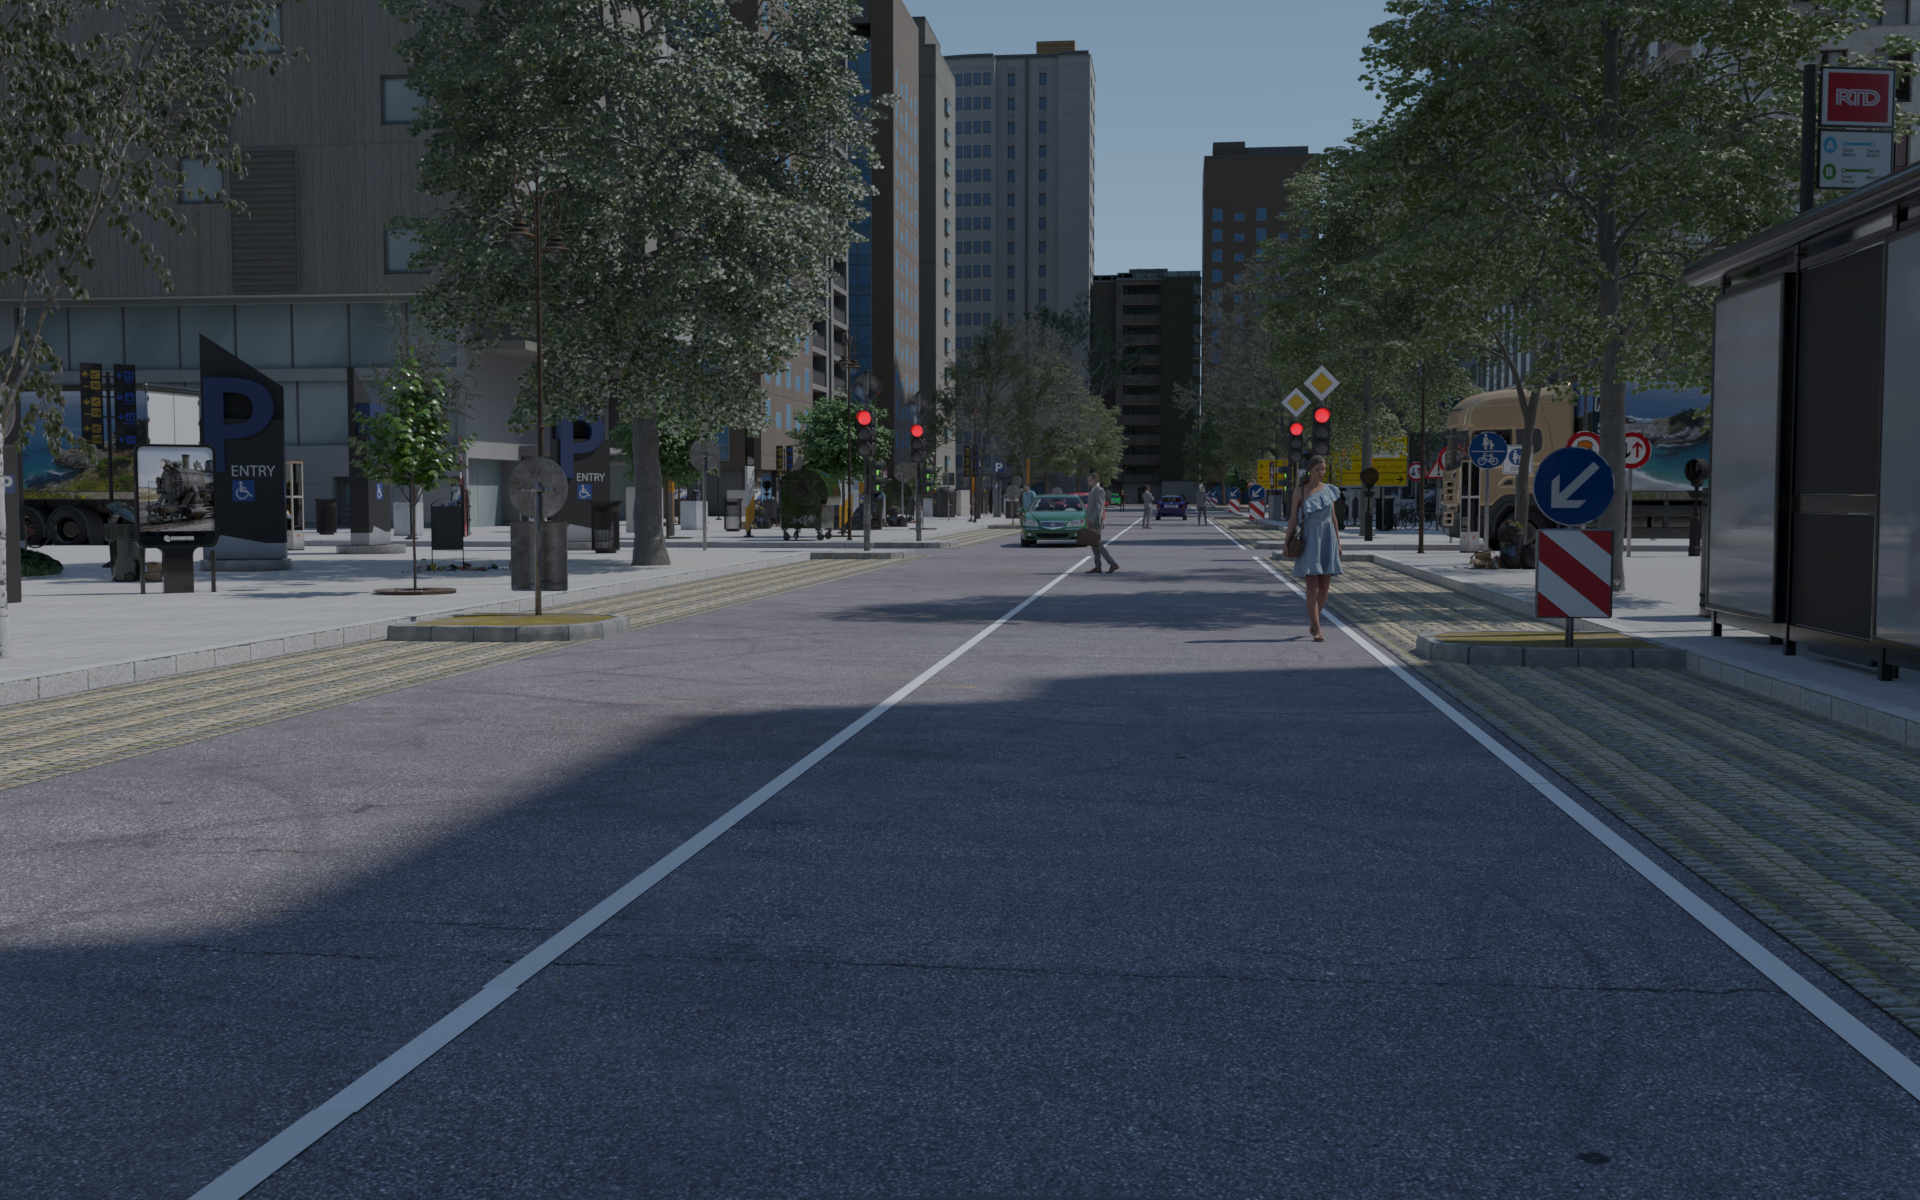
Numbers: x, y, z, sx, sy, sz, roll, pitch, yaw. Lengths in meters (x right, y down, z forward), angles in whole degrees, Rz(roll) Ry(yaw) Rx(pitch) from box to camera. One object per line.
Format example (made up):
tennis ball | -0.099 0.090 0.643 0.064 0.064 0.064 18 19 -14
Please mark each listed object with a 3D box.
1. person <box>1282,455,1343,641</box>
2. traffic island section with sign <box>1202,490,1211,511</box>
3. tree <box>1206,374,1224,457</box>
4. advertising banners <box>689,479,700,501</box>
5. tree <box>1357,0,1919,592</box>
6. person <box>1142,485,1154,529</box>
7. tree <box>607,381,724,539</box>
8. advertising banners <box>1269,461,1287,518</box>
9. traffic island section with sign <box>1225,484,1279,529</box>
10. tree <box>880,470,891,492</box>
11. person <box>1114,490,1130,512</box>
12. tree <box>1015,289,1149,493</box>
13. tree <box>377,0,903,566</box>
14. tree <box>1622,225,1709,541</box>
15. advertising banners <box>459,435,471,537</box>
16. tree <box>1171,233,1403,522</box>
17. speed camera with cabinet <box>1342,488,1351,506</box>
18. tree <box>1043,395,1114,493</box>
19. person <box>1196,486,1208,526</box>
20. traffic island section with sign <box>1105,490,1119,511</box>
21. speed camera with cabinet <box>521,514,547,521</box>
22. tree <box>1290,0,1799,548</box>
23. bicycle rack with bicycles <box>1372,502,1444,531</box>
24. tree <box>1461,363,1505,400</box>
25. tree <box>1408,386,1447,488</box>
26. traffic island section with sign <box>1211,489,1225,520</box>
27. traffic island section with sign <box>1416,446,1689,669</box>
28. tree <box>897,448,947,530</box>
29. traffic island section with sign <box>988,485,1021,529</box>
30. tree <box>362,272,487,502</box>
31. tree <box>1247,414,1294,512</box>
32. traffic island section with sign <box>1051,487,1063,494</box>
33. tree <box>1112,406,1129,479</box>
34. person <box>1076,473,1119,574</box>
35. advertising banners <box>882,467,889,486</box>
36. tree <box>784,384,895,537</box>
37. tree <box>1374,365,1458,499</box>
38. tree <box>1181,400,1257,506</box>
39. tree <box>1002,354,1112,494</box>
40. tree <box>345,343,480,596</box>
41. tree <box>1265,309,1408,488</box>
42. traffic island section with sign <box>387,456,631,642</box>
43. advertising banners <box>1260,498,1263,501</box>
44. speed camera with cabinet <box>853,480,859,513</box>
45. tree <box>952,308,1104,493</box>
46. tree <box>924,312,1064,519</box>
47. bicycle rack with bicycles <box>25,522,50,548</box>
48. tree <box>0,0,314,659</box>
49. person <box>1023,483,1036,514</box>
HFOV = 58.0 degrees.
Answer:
person | 3.469 -0.519 17.077 0.616 1.811 0.778 0 4 2
traffic island section with sign | 21.411 -8.452 146.825 1.989 1.847 2.006 0 4 7
tree | 12.360 -8.203 52.252 7.486 12.596 7.792 0 3 0
advertising banners | -14.013 -5.833 91.560 0.090 3.025 2.074 -2 4 -24
tree | 8.469 -6.418 23.059 7.486 12.596 7.792 0 3 0
person | 7.820 -3.860 71.794 0.466 1.800 0.511 -3 5 -44
tree | -8.484 -4.057 50.046 4.285 4.588 4.351 0 3 0
advertising banners | 17.012 -5.883 92.379 0.090 3.025 2.074 -1 4 -19
traffic island section with sign | 11.972 -3.795 70.681 1.989 1.847 2.006 0 4 7
tree | -5.275 -7.410 115.750 1.663 3.219 1.824 0 3 0
person | 12.890 -7.873 137.739 1.217 1.766 0.721 1 4 16
tree | 11.642 -18.468 157.839 12.611 20.169 13.585 0 3 0
tree | -5.580 -7.591 30.766 9.857 13.997 8.962 0 3 0
tree | 19.111 -5.923 47.197 4.360 8.622 3.978 0 3 0
advertising banners | -14.862 -3.411 51.956 0.090 3.025 2.074 0 4 -8
tree | 15.495 -10.432 80.927 12.009 13.543 11.850 0 3 0
speed camera with cabinet | 21.974 -6.316 97.595 0.660 3.252 2.038 2 4 27
tree | 12.342 -15.631 181.324 9.928 11.665 9.643 0 3 0
person | 10.811 -4.209 77.495 0.537 1.800 0.526 3 4 37
traffic island section with sign | 15.070 -10.174 174.974 1.989 1.847 2.006 0 4 7
speed camera with cabinet | -14.270 -3.936 58.687 0.660 3.252 2.038 -3 4 -36
tree | 10.217 -5.929 31.349 8.767 10.594 7.601 1 4 12
bicycle rack with bicycles | 15.810 -2.978 62.080 2.852 0.926 2.925 -1 4 -21
tree | 29.441 -9.000 97.516 4.360 8.622 3.978 0 3 0
tree | 29.130 -9.781 110.280 4.737 8.622 4.395 0 3 0
traffic island section with sign | 15.306 -5.440 97.573 1.989 1.847 2.006 0 4 7
traffic island section with sign | 5.085 -0.400 15.172 1.989 1.847 2.006 0 4 7
tree | -1.302 -4.151 62.473 1.663 3.219 1.824 0 3 0
traffic island section with sign | 2.224 -3.843 71.466 1.989 1.847 2.006 0 4 7
tree | -18.104 -6.593 58.162 4.360 8.622 3.978 0 3 0
tree | 21.948 -10.570 123.175 4.360 8.622 3.978 0 3 0
traffic island section with sign | 5.552 -5.485 98.308 1.989 1.847 2.006 0 4 7
tree | 15.600 -17.178 198.983 7.486 12.596 7.792 0 3 0
person | 2.444 -1.387 31.304 0.853 1.813 0.709 -1 4 -15
advertising banners | -4.221 -7.181 113.591 2.074 3.025 0.090 -2 4 -26
tree | -3.596 -4.171 51.917 4.285 4.588 4.351 0 3 0
tree | 23.988 -8.752 93.452 4.360 8.622 3.978 0 3 0
tree | 28.617 -16.610 188.585 9.611 12.733 9.660 0 3 0
tree | 7.328 -13.418 137.505 7.486 12.596 7.792 0 3 0
tree | -6.955 -1.700 22.394 1.663 3.219 1.824 0 3 0
tree | 13.508 -6.952 64.032 4.737 8.622 4.395 0 3 0
traffic island section with sign | -4.456 -0.549 17.597 1.989 1.847 2.006 0 4 7
advertising banners | 17.893 -6.518 102.753 0.090 3.025 2.074 2 4 28
speed camera with cabinet | -4.233 -4.672 70.715 0.660 3.252 2.038 -1 4 -11
tree | 4.303 -12.488 114.547 12.009 13.543 11.850 0 3 0
tree | 1.211 -9.426 88.535 7.601 10.594 8.767 2 4 28
bicycle rack with bicycles | -22.686 -1.604 39.611 2.925 0.926 2.852 -1 4 -16
tree | -7.275 -3.853 13.352 4.360 8.622 3.978 0 3 0
person | 2.466 -3.158 60.156 0.660 1.820 0.620 3 5 39
